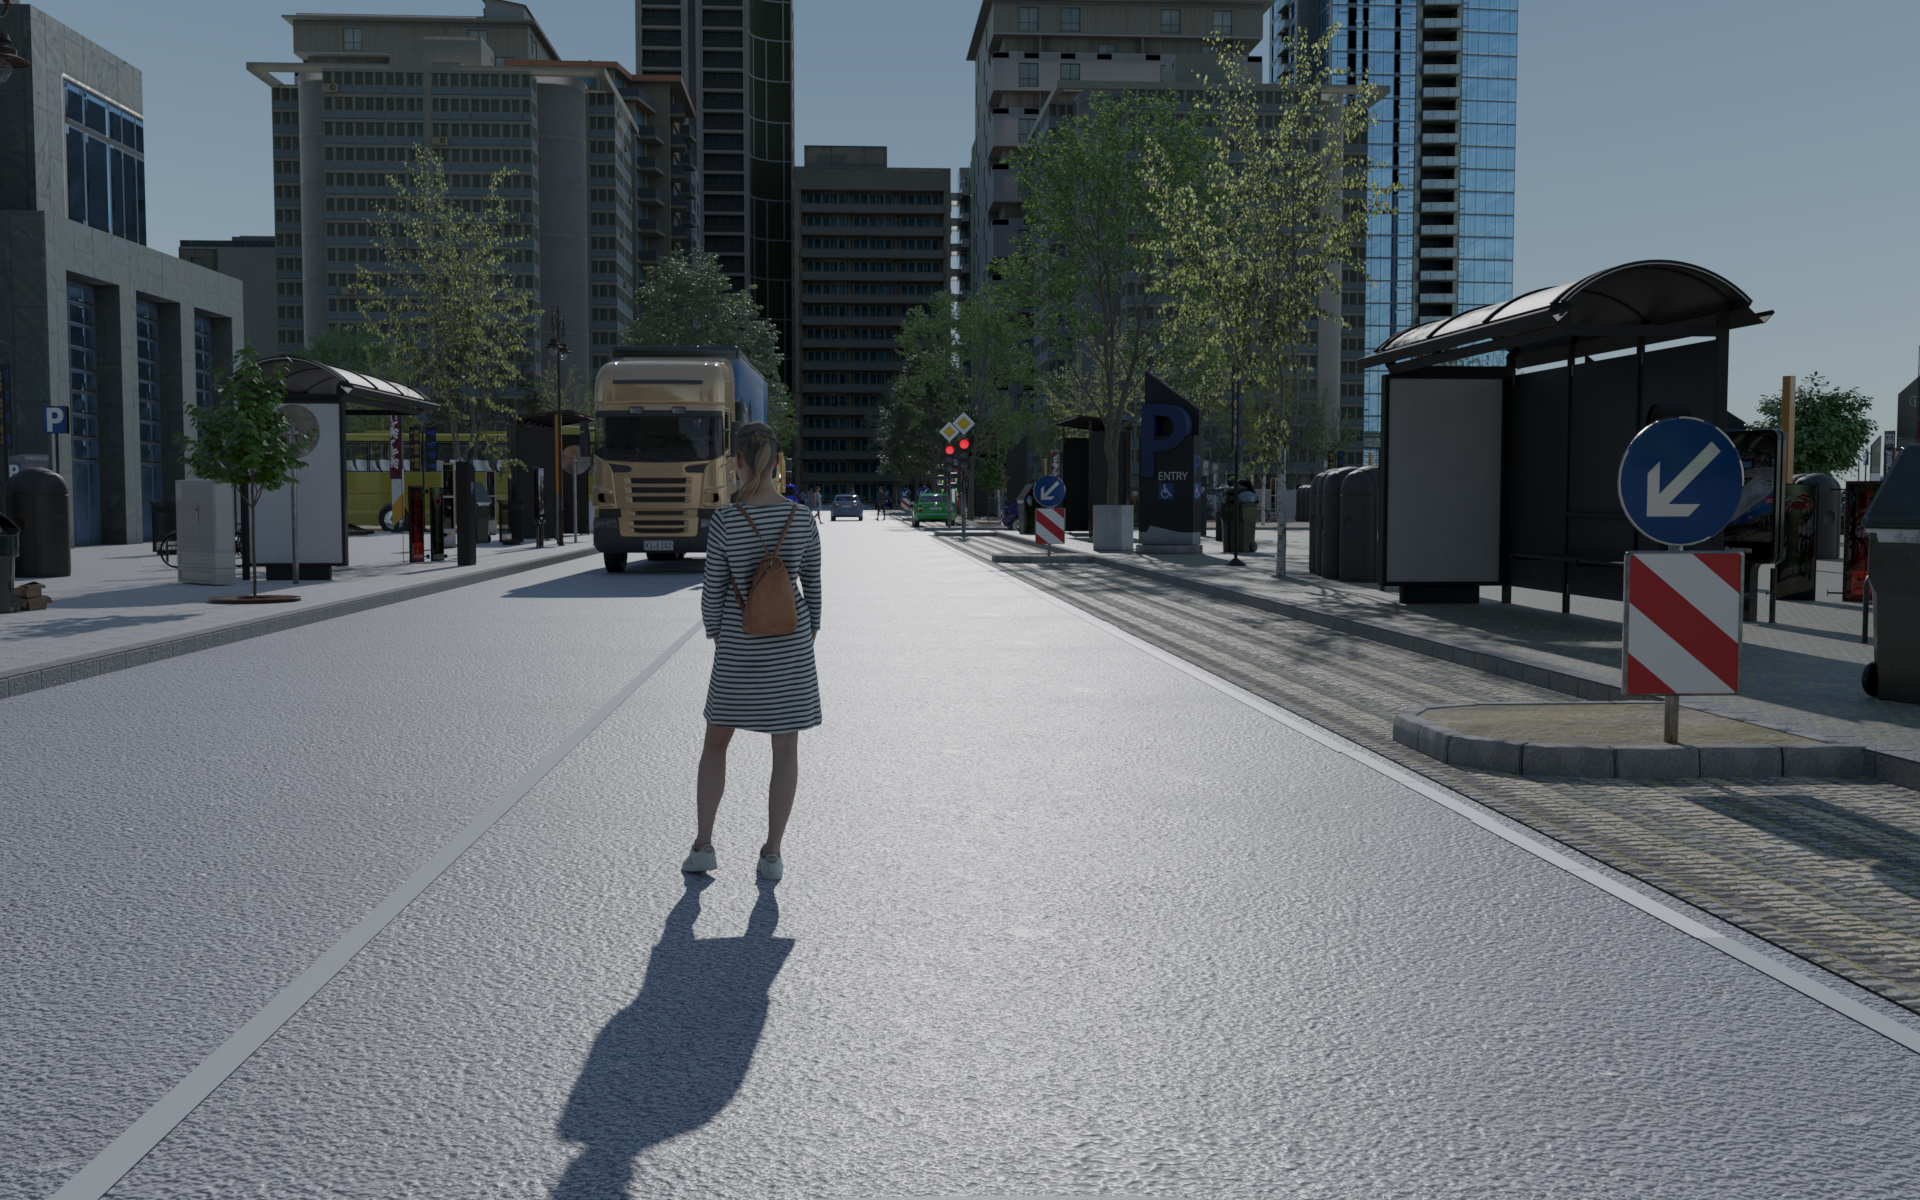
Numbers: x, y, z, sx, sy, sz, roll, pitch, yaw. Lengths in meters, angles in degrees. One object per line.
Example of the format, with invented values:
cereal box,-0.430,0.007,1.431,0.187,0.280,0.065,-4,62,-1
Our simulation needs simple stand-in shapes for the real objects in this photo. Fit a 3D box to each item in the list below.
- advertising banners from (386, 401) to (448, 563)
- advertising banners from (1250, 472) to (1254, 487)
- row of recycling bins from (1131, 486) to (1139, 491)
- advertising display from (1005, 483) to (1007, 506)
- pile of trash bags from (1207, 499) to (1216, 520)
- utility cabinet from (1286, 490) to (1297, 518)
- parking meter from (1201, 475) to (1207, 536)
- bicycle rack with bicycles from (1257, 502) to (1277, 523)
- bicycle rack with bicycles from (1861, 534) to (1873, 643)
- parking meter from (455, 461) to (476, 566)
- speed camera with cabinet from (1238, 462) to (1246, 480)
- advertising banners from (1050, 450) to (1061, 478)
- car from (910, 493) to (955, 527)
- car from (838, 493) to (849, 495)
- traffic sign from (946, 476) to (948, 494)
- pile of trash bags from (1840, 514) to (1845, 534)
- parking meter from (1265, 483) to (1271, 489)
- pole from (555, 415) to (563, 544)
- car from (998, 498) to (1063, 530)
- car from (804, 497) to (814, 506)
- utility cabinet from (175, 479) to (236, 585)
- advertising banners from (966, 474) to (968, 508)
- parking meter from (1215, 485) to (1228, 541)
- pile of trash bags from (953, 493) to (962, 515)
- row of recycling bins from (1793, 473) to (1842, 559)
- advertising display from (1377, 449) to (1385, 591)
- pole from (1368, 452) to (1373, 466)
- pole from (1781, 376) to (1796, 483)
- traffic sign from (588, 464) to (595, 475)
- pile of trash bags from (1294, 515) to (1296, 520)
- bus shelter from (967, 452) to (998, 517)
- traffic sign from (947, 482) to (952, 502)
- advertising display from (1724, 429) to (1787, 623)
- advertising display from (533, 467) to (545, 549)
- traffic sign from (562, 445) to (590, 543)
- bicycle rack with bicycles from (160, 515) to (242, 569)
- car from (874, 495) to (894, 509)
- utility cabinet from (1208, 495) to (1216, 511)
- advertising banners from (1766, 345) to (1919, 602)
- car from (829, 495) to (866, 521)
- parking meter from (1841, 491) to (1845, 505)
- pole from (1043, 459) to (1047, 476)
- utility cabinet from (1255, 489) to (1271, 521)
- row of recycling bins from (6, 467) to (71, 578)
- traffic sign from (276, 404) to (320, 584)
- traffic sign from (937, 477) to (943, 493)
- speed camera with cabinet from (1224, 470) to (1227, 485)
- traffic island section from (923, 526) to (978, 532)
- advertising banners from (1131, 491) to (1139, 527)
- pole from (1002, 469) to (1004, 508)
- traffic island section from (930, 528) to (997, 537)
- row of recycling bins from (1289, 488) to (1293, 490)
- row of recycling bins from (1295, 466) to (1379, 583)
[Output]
advertising banners,-10.194,-2.220,32.477,0.090,3.025,2.074,1,4,13
advertising banners,23.951,-8.751,139.269,2.074,3.025,0.090,-3,5,-42
row of recycling bins,8.856,-5.107,90.612,1.069,1.692,3.534,-1,4,-15
advertising display,2.540,-4.700,82.061,0.974,1.923,0.123,3,4,37
pile of trash bags,10.805,-4.611,85.148,3.447,1.369,1.912,-1,4,-10
utility cabinet,17.652,-5.090,91.894,1.173,1.500,0.318,1,4,12
parking meter,7.383,-2.914,53.355,0.399,1.863,0.255,-1,4,-22
bicycle rack with bicycles,12.985,-3.930,77.642,2.925,0.926,2.852,-1,4,-14
bicycle rack with bicycles,8.817,-0.081,14.707,2.925,0.926,2.852,-2,4,-34
parking meter,-8.878,-1.555,31.131,0.255,1.863,0.399,0,4,1
speed camera with cabinet,17.952,-6.857,106.449,2.038,3.252,0.660,3,4,39
advertising banners,4.274,-4.380,67.806,0.090,3.025,2.074,-3,5,-43
car,-1.193,-4.121,76.177,1.959,1.807,4.718,0,4,-4
car,-13.030,-11.253,193.581,1.945,1.707,3.694,0,4,-3
traffic sign,-0.925,-7.402,121.021,0.884,2.594,0.081,0,4,-1
pile of trash bags,28.905,-2.790,55.369,3.447,1.369,1.912,1,4,14
parking meter,15.820,-5.086,88.870,0.255,1.863,0.399,-2,4,-35
pole,-10.303,-3.099,44.512,0.158,3.312,0.155,0,3,0
car,3.355,-3.045,62.373,3.894,1.354,1.945,0,4,-3
car,-17.913,-12.188,208.870,1.945,1.707,3.694,0,4,-4
utility cabinet,-10.697,-0.969,24.518,1.173,1.500,0.318,3,5,42
advertising banners,0.411,-5.868,92.125,0.090,3.025,2.074,0,4,4
parking meter,7.148,-2.369,47.140,0.372,1.533,0.369,0,3,0
pile of trash bags,0.346,-6.012,108.053,1.912,1.369,3.447,1,4,10
row of recycling bins,17.177,-1.748,35.690,1.069,1.692,3.534,0,4,7
advertising display,5.995,-1.078,22.835,0.974,1.923,0.123,0,4,-4
pole,19.986,-5.538,84.383,0.158,3.312,0.155,0,3,0
pole,14.290,-2.208,29.946,0.158,3.312,0.155,0,3,0
traffic sign,-10.191,-3.025,49.468,0.884,2.594,0.081,0,4,6
pile of trash bags,18.365,-4.691,86.442,3.447,1.369,1.912,2,4,34
bus shelter,1.095,-6.568,98.669,1.731,3.624,6.357,0,4,-4
traffic sign,-0.571,-7.226,118.155,0.884,2.594,0.081,0,4,-1
advertising display,7.947,-0.758,17.602,0.123,1.923,0.974,-1,4,-21
advertising display,-9.967,-2.191,41.044,0.123,1.923,0.974,0,4,-6
traffic sign,-10.050,-2.758,45.207,0.768,2.556,0.104,0,4,-1
bicycle rack with bicycles,-13.012,-1.093,31.249,2.925,0.926,2.852,-2,4,-32
car,-7.242,-9.297,164.589,1.945,1.354,3.894,0,4,-2
utility cabinet,14.141,-5.384,99.188,1.020,1.237,0.306,1,4,15
advertising banners,10.736,-1.488,20.525,2.074,3.025,0.090,1,4,23
car,-6.124,-5.009,93.894,2.014,1.417,4.499,0,4,-3
parking meter,52.191,-5.734,102.161,0.372,1.533,0.369,0,3,0
pole,4.850,-6.449,99.290,0.158,3.312,0.155,0,3,0
utility cabinet,14.301,-4.485,82.007,1.173,1.500,0.318,2,4,29
row of recycling bins,-15.265,-1.150,25.908,3.534,1.692,1.069,-3,5,-41
traffic sign,-9.476,-1.500,24.638,0.768,2.556,0.104,0,4,2
traffic sign,-1.304,-7.372,120.636,0.768,2.556,0.104,0,4,4
speed camera with cabinet,20.887,-8.439,132.314,2.038,3.252,0.660,2,4,31
traffic island section,-0.392,-2.756,67.341,2.009,0.180,2.903,0,4,-4
advertising banners,7.500,-4.350,67.310,2.074,3.025,0.090,-1,4,-14
pole,3.512,-9.066,142.067,0.158,3.312,0.155,0,3,0
traffic island section,0.148,-2.269,59.374,2.009,0.180,2.903,0,4,-4
row of recycling bins,16.266,-4.440,79.707,1.069,1.692,3.534,0,4,-5
row of recycling bins,6.024,-1.199,26.711,1.069,1.692,3.534,0,4,2
